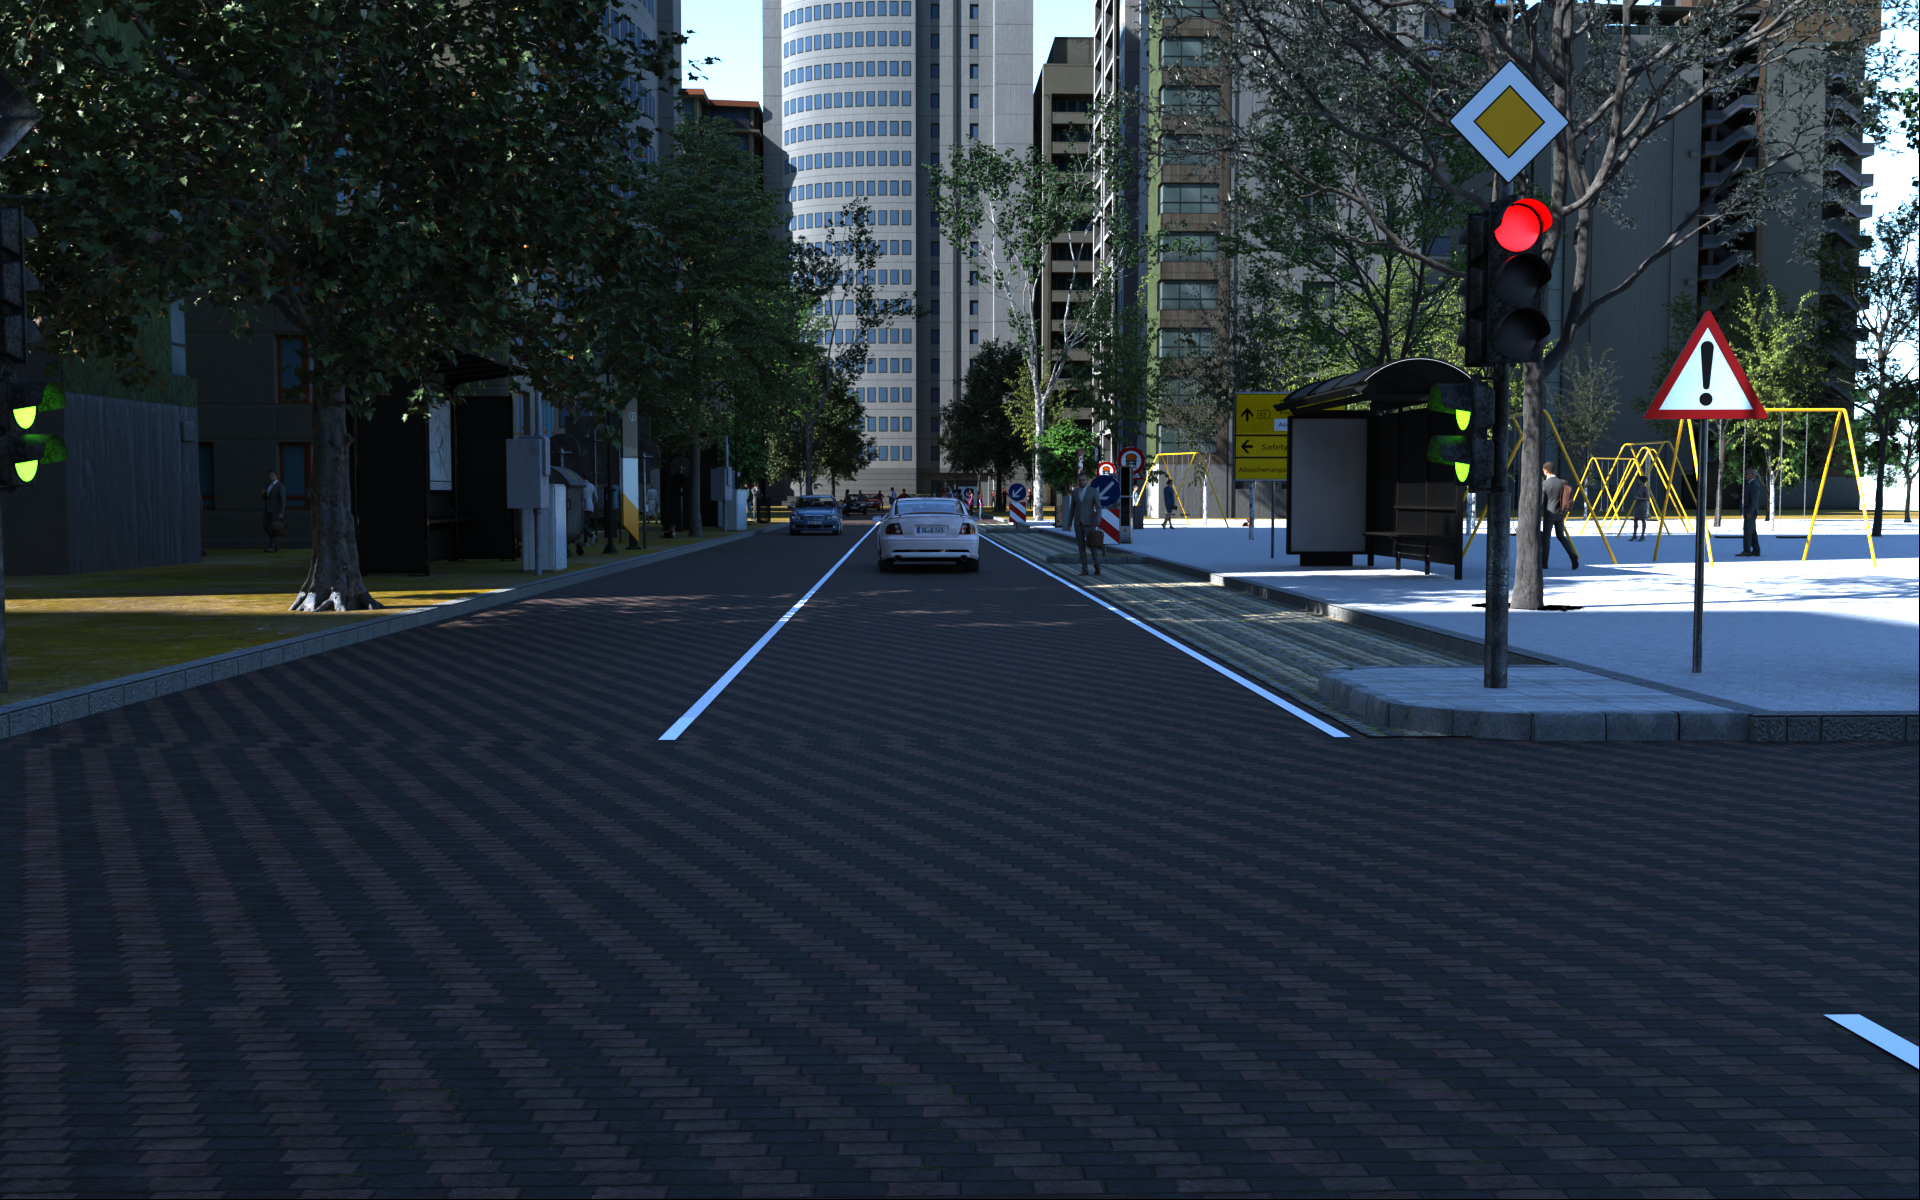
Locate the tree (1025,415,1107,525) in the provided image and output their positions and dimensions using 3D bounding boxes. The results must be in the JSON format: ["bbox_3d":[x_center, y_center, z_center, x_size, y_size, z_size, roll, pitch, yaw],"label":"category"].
[{"bbox_3d":[4.401,-5.386,71.770,4.285,4.588,4.351,0,3,0],"label":"tree"}]

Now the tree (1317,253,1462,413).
[{"bbox_3d":[20.421,-10.002,81.667,7.486,12.596,7.792,0,3,0],"label":"tree"}]

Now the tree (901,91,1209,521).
[{"bbox_3d":[4.906,-13.782,81.222,12.611,20.169,13.585,0,3,0],"label":"tree"}]

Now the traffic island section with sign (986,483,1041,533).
[{"bbox_3d":[1.964,-3.379,63.875,1.989,1.847,2.006,0,4,-2],"label":"traffic island section with sign"}]

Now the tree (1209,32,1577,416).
[{"bbox_3d":[9.654,-6.943,39.277,9.928,11.665,9.643,0,3,0],"label":"tree"}]

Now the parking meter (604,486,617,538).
[{"bbox_3d":[-10.278,-2.600,50.916,0.372,1.533,0.369,0,3,0],"label":"parking meter"}]

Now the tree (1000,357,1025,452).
[{"bbox_3d":[4.292,-8.769,93.742,4.737,8.622,4.395,0,3,0],"label":"tree"}]

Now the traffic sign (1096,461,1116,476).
[{"bbox_3d":[5.684,-4.116,67.409,0.768,2.556,0.104,0,4,0],"label":"traffic sign"}]

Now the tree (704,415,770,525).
[{"bbox_3d":[-9.418,-5.417,72.277,4.285,4.588,4.351,0,3,0],"label":"tree"}]

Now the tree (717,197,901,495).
[{"bbox_3d":[-8.587,-15.550,110.131,12.611,20.169,13.585,0,3,0],"label":"tree"}]

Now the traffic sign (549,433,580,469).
[{"bbox_3d":[-8.373,-2.222,36.439,0.768,2.556,0.104,0,4,0],"label":"traffic sign"}]

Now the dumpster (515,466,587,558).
[{"bbox_3d":[-8.401,-1.808,35.323,1.264,1.857,1.865,0,4,-2],"label":"dumpster"}]

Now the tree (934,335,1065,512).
[{"bbox_3d":[2.897,-12.733,125.195,9.611,12.733,9.660,0,3,0],"label":"tree"}]

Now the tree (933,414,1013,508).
[{"bbox_3d":[1.998,-14.066,164.389,8.767,10.594,7.601,0,4,-3],"label":"tree"}]

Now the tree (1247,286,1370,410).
[{"bbox_3d":[11.867,-6.758,60.854,4.737,8.622,4.395,0,3,0],"label":"tree"}]

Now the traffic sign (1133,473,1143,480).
[{"bbox_3d":[6.347,-3.921,64.105,0.884,2.594,0.081,0,4,6],"label":"traffic sign"}]

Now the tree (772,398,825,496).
[{"bbox_3d":[-11.102,-10.398,120.371,4.360,8.622,3.978,0,3,0],"label":"tree"}]

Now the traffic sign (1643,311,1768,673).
[{"bbox_3d":[5.300,-0.757,12.380,0.884,2.594,0.081,0,4,0],"label":"traffic sign"}]

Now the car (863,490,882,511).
[{"bbox_3d":[-7.723,-8.545,148.751,2.155,1.783,4.494,0,4,-2],"label":"car"}]

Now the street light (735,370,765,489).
[{"bbox_3d":[-7.694,-5.576,63.703,1.470,5.913,1.316,0,4,-2],"label":"street light"}]

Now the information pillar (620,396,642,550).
[{"bbox_3d":[-7.617,-2.973,39.957,0.183,3.616,0.504,3,4,36],"label":"information pillar"}]

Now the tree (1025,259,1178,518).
[{"bbox_3d":[4.962,-6.336,53.960,4.737,8.622,4.395,0,3,0],"label":"tree"}]

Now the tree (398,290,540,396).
[{"bbox_3d":[-12.064,-5.524,40.676,4.737,8.622,4.395,0,3,0],"label":"tree"}]

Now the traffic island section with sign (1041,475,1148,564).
[{"bbox_3d":[2.827,-1.683,36.145,1.989,1.847,2.006,0,4,-2],"label":"traffic island section with sign"}]

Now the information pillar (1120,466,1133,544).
[{"bbox_3d":[4.315,-2.474,44.936,0.304,2.012,0.304,1,4,16],"label":"information pillar"}]

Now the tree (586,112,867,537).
[{"bbox_3d":[-7.740,-8.173,51.762,7.486,12.596,7.792,0,3,0],"label":"tree"}]

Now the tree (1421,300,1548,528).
[{"bbox_3d":[19.215,-6.996,64.739,4.360,8.622,3.978,0,3,0],"label":"tree"}]

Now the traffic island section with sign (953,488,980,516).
[{"bbox_3d":[0.440,-6.396,113.207,1.989,1.847,2.006,0,4,-2],"label":"traffic island section with sign"}]

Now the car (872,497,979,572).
[{"bbox_3d":[-0.647,-1.281,33.303,2.083,1.381,4.827,0,4,-3],"label":"car"}]

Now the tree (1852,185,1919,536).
[{"bbox_3d":[28.080,-7.196,52.061,7.601,10.594,8.767,0,4,2],"label":"tree"}]

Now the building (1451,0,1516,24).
[{"bbox_3d":[44.898,-53.588,188.833,31.000,86.520,22.319,0,4,-2],"label":"building"}]

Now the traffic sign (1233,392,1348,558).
[{"bbox_3d":[6.561,-2.483,34.474,2.265,3.308,0.079,0,4,0],"label":"traffic sign"}]

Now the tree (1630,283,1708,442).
[{"bbox_3d":[29.999,-8.139,67.479,7.601,10.594,8.767,0,4,8],"label":"tree"}]

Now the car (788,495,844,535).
[{"bbox_3d":[-5.118,-3.046,61.799,2.014,1.417,4.499,0,4,-2],"label":"car"}]

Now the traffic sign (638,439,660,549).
[{"bbox_3d":[-7.373,-2.466,40.427,0.768,2.556,0.104,0,4,1],"label":"traffic sign"}]

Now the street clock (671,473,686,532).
[{"bbox_3d":[-9.502,-3.297,58.478,0.471,2.002,0.358,-1,4,-14],"label":"street clock"}]

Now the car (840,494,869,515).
[{"bbox_3d":[-7.381,-6.809,121.111,2.009,1.686,4.222,0,4,-4],"label":"car"}]

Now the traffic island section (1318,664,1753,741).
[{"bbox_3d":[3.578,0.659,11.501,2.009,0.180,2.903,0,4,-2],"label":"traffic island section"}]

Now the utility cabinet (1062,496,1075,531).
[{"bbox_3d":[3.888,-3.010,60.378,0.306,1.237,1.020,2,4,28],"label":"utility cabinet"}]

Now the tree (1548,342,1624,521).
[{"bbox_3d":[29.944,-8.129,83.272,4.360,8.622,3.978,0,3,0],"label":"tree"}]

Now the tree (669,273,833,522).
[{"bbox_3d":[-9.923,-9.389,79.266,9.928,11.665,9.643,0,3,0],"label":"tree"}]

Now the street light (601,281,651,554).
[{"bbox_3d":[-7.015,-3.958,37.249,1.470,5.913,1.316,0,4,-2],"label":"street light"}]

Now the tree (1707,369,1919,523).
[{"bbox_3d":[45.377,-7.083,78.721,20.602,7.101,11.467,0,4,4],"label":"tree"}]

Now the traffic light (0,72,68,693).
[{"bbox_3d":[-6.219,-1.355,11.070,0.839,4.253,0.868,0,4,-2],"label":"traffic light"}]

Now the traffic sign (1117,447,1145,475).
[{"bbox_3d":[4.594,-2.842,46.572,0.768,2.556,0.104,0,4,1],"label":"traffic sign"}]

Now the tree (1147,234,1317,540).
[{"bbox_3d":[8.082,-5.995,48.380,4.360,8.622,3.978,0,3,0],"label":"tree"}]

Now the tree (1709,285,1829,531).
[{"bbox_3d":[28.097,-6.711,60.091,4.737,8.622,4.395,0,3,0],"label":"tree"}]

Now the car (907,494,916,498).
[{"bbox_3d":[-4.637,-9.075,157.180,1.959,1.807,4.718,0,4,-4],"label":"car"}]

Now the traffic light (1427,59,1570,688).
[{"bbox_3d":[3.537,-1.374,11.385,0.839,4.253,0.868,0,4,-2],"label":"traffic light"}]

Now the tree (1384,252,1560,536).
[{"bbox_3d":[15.942,-6.290,53.198,4.737,8.622,4.395,0,3,0],"label":"tree"}]

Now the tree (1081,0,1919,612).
[{"bbox_3d":[6.479,-6.649,19.082,12.009,13.543,11.850,0,3,0],"label":"tree"}]

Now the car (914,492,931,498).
[{"bbox_3d":[-3.064,-8.114,142.888,2.015,1.641,3.980,0,4,-3],"label":"car"}]

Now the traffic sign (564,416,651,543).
[{"bbox_3d":[-9.204,-3.142,45.238,2.265,3.308,0.079,0,4,4],"label":"traffic sign"}]

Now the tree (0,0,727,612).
[{"bbox_3d":[-7.042,-6.231,18.890,9.611,12.733,9.660,0,3,0],"label":"tree"}]

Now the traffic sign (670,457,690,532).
[{"bbox_3d":[-9.532,-3.616,59.224,0.768,2.556,0.104,0,4,1],"label":"traffic sign"}]

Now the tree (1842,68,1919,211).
[{"bbox_3d":[25.966,-11.089,37.196,12.611,20.169,13.585,0,3,0],"label":"tree"}]
